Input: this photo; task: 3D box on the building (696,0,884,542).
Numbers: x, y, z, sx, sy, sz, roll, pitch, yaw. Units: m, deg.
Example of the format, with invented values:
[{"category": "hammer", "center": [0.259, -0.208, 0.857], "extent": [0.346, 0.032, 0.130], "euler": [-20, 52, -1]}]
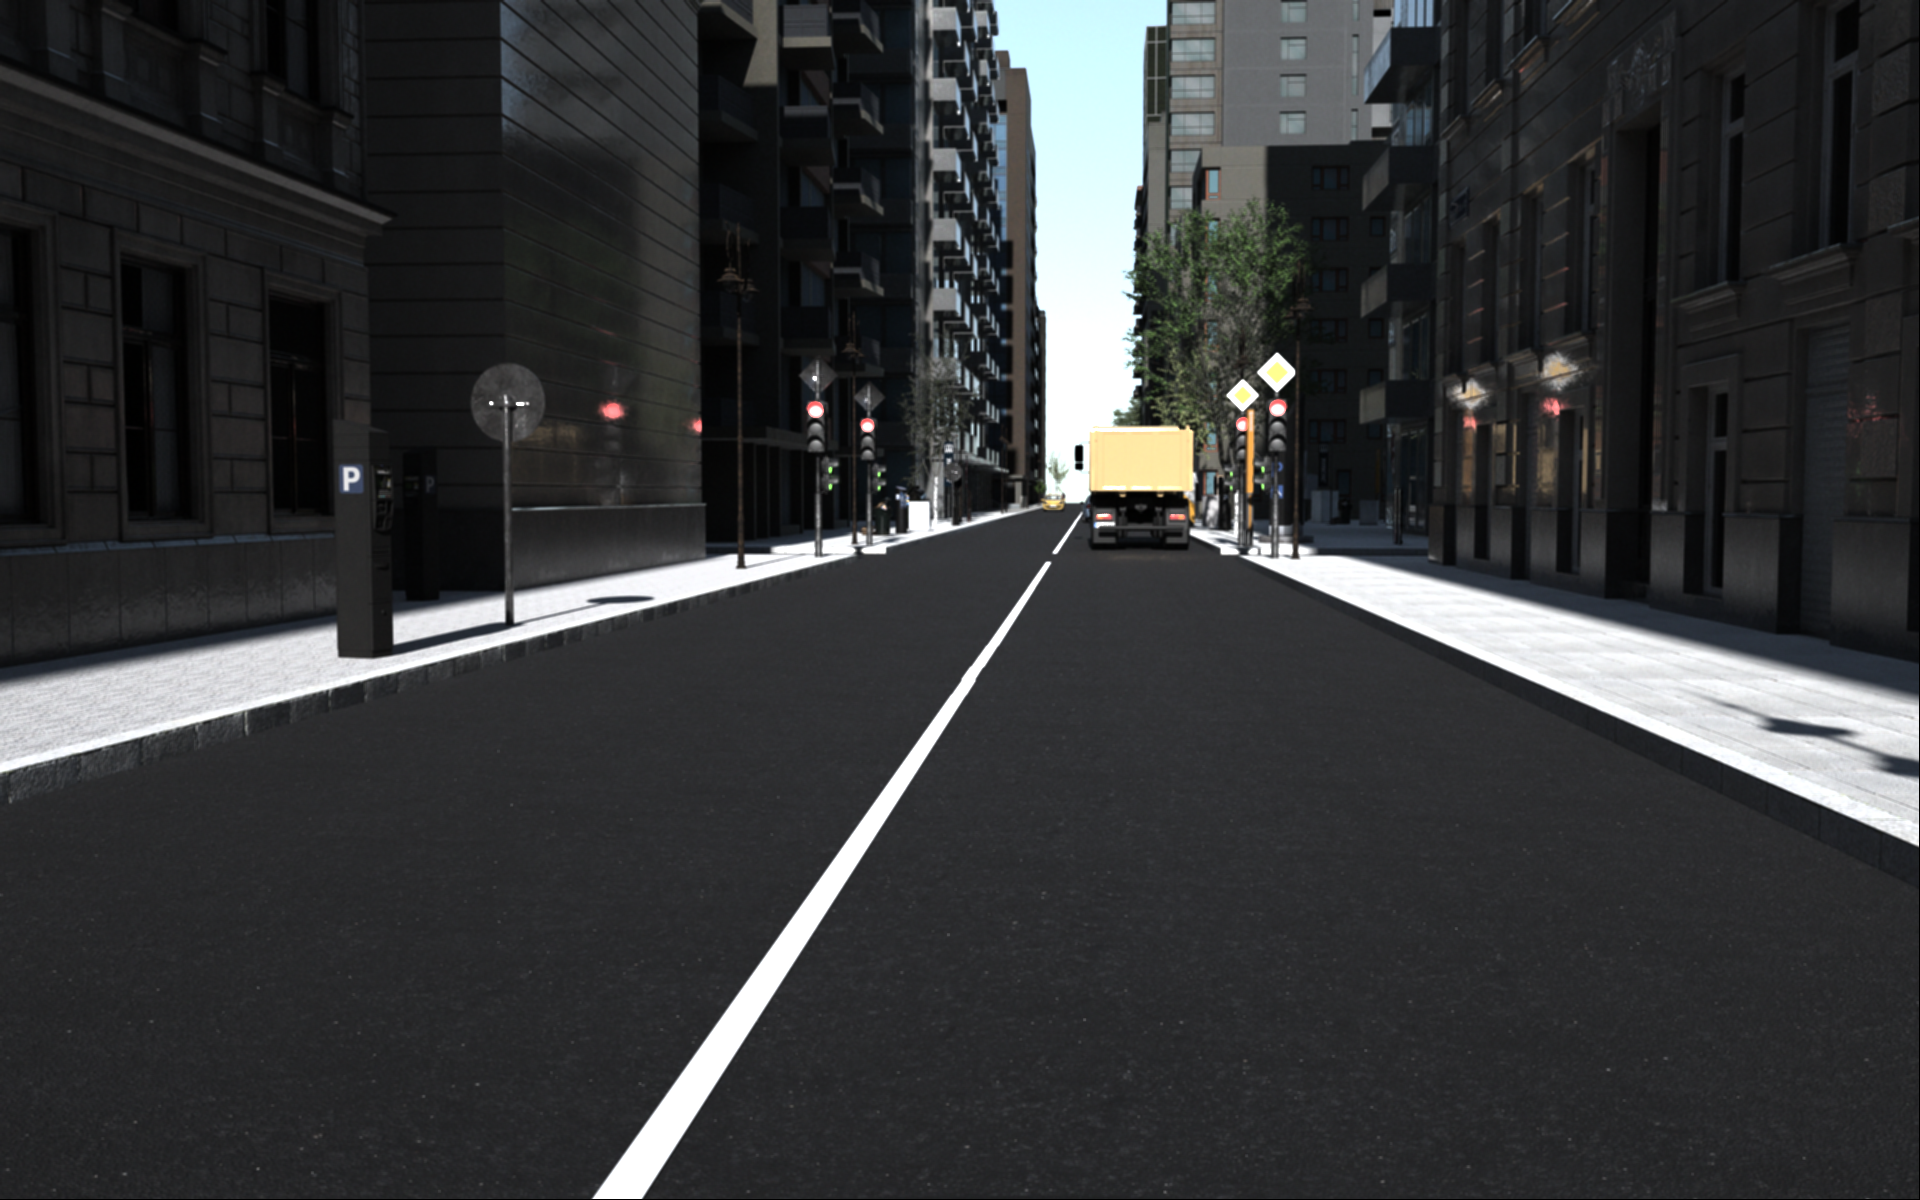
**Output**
[{"category": "building", "center": [-14.474, -24.671, 58.002], "extent": [22.147, 44.769, 28.867], "euler": [0, 4, 4]}]

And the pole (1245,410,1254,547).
[{"category": "pole", "center": [7.003, -2.939, 41.902], "extent": [0.158, 3.312, 0.155], "euler": [0, 3, 0]}]

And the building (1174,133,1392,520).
[{"category": "building", "center": [26.924, -15.584, 99.831], "extent": [27.650, 21.520, 28.899], "euler": [0, 4, 4]}]

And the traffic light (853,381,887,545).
[{"category": "traffic light", "center": [-2.245, -3.316, 43.142], "extent": [0.839, 4.253, 0.868], "euler": [0, 4, 4]}]

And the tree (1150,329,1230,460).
[{"category": "tree", "center": [10.391, -7.808, 78.021], "extent": [4.737, 8.622, 4.395], "euler": [0, 3, 0]}]

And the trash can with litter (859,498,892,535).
[{"category": "trash can with litter", "center": [-2.641, -2.598, 53.863], "extent": [1.055, 1.170, 0.624], "euler": [2, 4, 25]}]

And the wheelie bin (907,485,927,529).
[{"category": "wheelie bin", "center": [-1.642, -3.423, 63.877], "extent": [0.693, 1.594, 0.980], "euler": [2, 4, 28]}]

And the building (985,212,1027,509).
[{"category": "building", "center": [-9.992, -28.730, 161.618], "extent": [32.217, 40.220, 23.993], "euler": [0, 4, 4]}]

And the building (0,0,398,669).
[{"category": "building", "center": [-11.901, -8.923, 10.522], "extent": [10.561, 19.102, 19.286], "euler": [0, 4, 4]}]

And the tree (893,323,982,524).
[{"category": "tree", "center": [-1.064, -7.646, 75.367], "extent": [4.360, 8.622, 3.978], "euler": [0, 3, 0]}]

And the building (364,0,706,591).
[{"category": "building", "center": [-17.543, -14.157, 28.733], "extent": [25.104, 27.353, 12.463], "euler": [0, 4, 4]}]

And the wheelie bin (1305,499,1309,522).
[{"category": "wheelie bin", "center": [15.882, -4.462, 80.862], "extent": [0.693, 1.594, 0.980], "euler": [-2, 4, -31]}]

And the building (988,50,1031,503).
[{"category": "building", "center": [0.192, -32.396, 179.792], "extent": [14.600, 45.320, 14.200], "euler": [0, 4, 4]}]

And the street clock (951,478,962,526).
[{"category": "street clock", "center": [-0.150, -4.035, 70.536], "extent": [0.358, 2.002, 0.471], "euler": [2, 4, 32]}]

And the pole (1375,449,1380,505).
[{"category": "pole", "center": [18.929, -5.179, 78.520], "extent": [0.158, 3.312, 0.155], "euler": [0, 3, 0]}]

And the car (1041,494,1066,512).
[{"category": "car", "center": [7.758, -8.143, 143.359], "extent": [2.015, 1.641, 3.980], "euler": [0, 4, 5]}]

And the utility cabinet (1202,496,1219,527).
[{"category": "utility cabinet", "center": [10.121, -3.521, 68.732], "extent": [1.020, 1.237, 0.306], "euler": [-1, 4, -22]}]

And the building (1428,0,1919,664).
[{"category": "building", "center": [13.438, -13.565, 19.058], "extent": [12.463, 27.353, 25.104], "euler": [0, 4, 4]}]

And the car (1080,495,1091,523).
[{"category": "car", "center": [7.105, -4.639, 87.854], "extent": [2.014, 1.417, 4.499], "euler": [0, 4, 3]}]

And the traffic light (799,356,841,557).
[{"category": "traffic light", "center": [-2.864, -2.829, 35.181], "extent": [0.839, 4.253, 0.868], "euler": [0, 4, 4]}]

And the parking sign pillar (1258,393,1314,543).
[{"category": "parking sign pillar", "center": [8.629, -3.501, 45.713], "extent": [1.447, 3.967, 1.447], "euler": [2, 4, 34]}]

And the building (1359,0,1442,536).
[{"category": "building", "center": [28.362, -26.598, 54.492], "extent": [30.456, 49.044, 23.786], "euler": [0, 4, 4]}]

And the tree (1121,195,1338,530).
[{"category": "tree", "center": [9.480, -8.313, 61.666], "extent": [9.928, 11.665, 9.643], "euler": [0, 3, 0]}]

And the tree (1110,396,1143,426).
[{"category": "tree", "center": [20.216, -17.281, 200.673], "extent": [7.486, 12.596, 7.792], "euler": [0, 3, 0]}]

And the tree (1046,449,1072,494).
[{"category": "tree", "center": [15.541, -19.977, 276.987], "extent": [4.737, 8.622, 4.395], "euler": [0, 3, 0]}]

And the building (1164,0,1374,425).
[{"category": "building", "center": [22.066, -27.109, 126.834], "extent": [14.154, 41.232, 14.086], "euler": [0, 4, 4]}]

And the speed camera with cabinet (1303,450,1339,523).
[{"category": "speed camera with cabinet", "center": [17.210, -5.459, 83.598], "extent": [2.038, 3.252, 0.660], "euler": [0, 4, -5]}]

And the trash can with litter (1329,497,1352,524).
[{"category": "trash can with litter", "center": [16.137, -3.803, 73.571], "extent": [0.624, 1.170, 1.055], "euler": [-3, 4, -38]}]

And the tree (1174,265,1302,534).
[{"category": "tree", "center": [8.869, -6.416, 55.260], "extent": [4.360, 8.622, 3.978], "euler": [0, 3, 0]}]

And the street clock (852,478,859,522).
[{"category": "street clock", "center": [-4.820, -4.614, 80.004], "extent": [0.358, 2.002, 0.471], "euler": [0, 4, 4]}]

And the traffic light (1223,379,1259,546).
[{"category": "traffic light", "center": [6.890, -3.274, 42.450], "extent": [0.839, 4.253, 0.868], "euler": [0, 4, 4]}]

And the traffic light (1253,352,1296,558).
[{"category": "traffic light", "center": [6.271, -2.787, 34.489], "extent": [0.839, 4.253, 0.868], "euler": [0, 4, 4]}]

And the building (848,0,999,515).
[{"category": "building", "center": [-8.502, -31.460, 133.979], "extent": [23.786, 49.044, 30.456], "euler": [0, 4, 4]}]

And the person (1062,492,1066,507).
[{"category": "person", "center": [11.111, -10.751, 185.746], "extent": [0.415, 1.643, 0.593], "euler": [2, 4, 29]}]

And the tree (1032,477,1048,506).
[{"category": "tree", "center": [9.091, -12.228, 194.522], "extent": [1.663, 3.219, 1.824], "euler": [0, 3, 0]}]

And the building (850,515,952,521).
[{"category": "building", "center": [-10.655, -29.093, 95.280], "extent": [23.786, 49.044, 30.456], "euler": [0, 4, 4]}]
